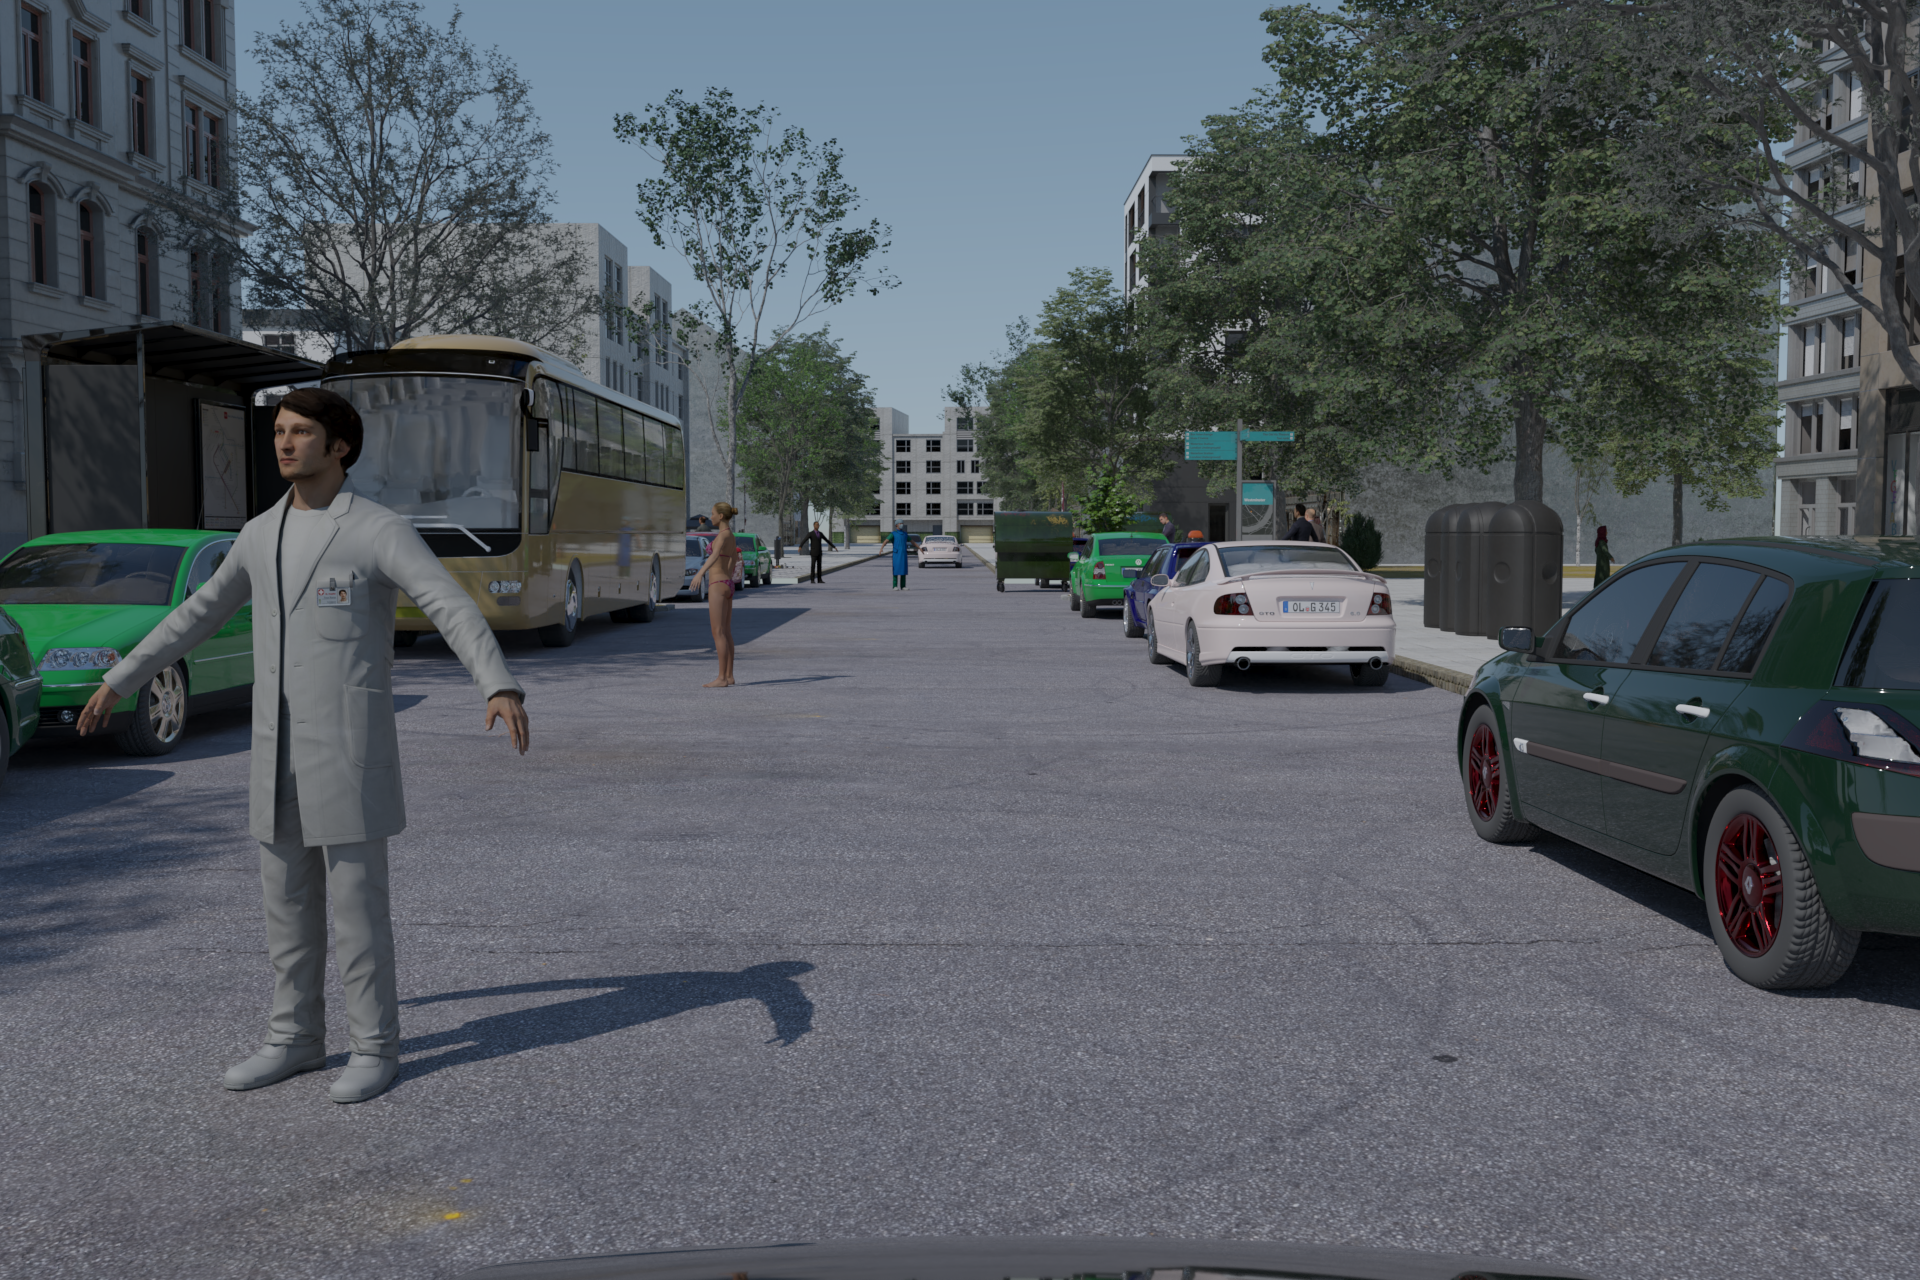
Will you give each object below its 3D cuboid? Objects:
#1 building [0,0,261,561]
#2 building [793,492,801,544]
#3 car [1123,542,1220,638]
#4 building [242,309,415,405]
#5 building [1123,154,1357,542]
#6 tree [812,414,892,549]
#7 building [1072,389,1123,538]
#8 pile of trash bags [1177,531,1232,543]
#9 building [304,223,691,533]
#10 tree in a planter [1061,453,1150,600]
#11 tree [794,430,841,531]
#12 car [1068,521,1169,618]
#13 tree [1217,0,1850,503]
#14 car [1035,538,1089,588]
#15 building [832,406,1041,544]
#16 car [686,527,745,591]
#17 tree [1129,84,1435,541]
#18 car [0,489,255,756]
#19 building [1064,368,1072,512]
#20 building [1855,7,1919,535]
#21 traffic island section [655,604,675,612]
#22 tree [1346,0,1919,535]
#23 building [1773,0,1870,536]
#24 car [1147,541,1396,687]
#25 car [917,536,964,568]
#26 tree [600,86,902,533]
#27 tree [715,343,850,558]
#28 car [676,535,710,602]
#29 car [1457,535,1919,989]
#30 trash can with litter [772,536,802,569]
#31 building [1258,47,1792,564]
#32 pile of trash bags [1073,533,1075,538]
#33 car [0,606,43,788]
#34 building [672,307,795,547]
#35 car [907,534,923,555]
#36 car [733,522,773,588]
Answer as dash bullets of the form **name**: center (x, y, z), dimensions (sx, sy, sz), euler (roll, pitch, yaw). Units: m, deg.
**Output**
- **building**: center (-28.308, -15.579, 42.106), dimensions (14.401, 28.519, 23.554), euler (0, 4, 0)
- **building**: center (-25.336, -21.872, 214.030), dimensions (16.016, 20.090, 11.380), euler (0, 4, -1)
- **car**: center (3.172, -0.625, 22.794), dimensions (1.945, 1.354, 3.894), euler (0, 4, -2)
- **building**: center (-27.663, -8.356, 78.773), dimensions (9.099, 9.664, 28.070), euler (0, 4, 0)
- **building**: center (24.043, -16.268, 109.959), dimensions (27.936, 21.610, 32.646), euler (0, 4, -1)
- **tree**: center (-9.517, -13.860, 144.740), dimensions (7.486, 12.596, 7.792), euler (0, 3, 0)
- **building**: center (21.773, -21.736, 186.314), dimensions (19.493, 23.208, 18.063), euler (0, 4, 0)
- **pile of trash bags**: center (6.248, -2.142, 44.782), dimensions (1.912, 1.369, 3.447), euler (0, 4, 0)
- **building**: center (-28.799, -15.174, 114.556), dimensions (16.747, 18.905, 31.486), euler (0, 4, 0)
- **tree in a planter**: center (3.226, -2.490, 37.930), dimensions (1.991, 3.239, 1.994), euler (0, 4, -1)
- **tree**: center (-9.361, -10.035, 114.433), dimensions (4.360, 8.622, 3.978), euler (0, 3, 0)
- **car**: center (2.943, -1.354, 30.927), dimensions (1.959, 1.807, 4.718), euler (0, 4, 0)
- **tree**: center (9.463, -7.477, 28.897), dimensions (9.857, 13.997, 8.962), euler (0, 3, 0)
- **car**: center (2.944, -2.103, 46.972), dimensions (1.945, 1.354, 3.894), euler (0, 4, 0)
- **building**: center (-1.193, -23.114, 246.823), dimensions (31.486, 18.905, 16.747), euler (0, 4, 6)
- **car**: center (-6.363, -2.042, 42.422), dimensions (2.155, 1.783, 4.494), euler (0, 4, 0)
- **tree**: center (9.248, -8.749, 49.705), dimensions (9.857, 13.997, 8.962), euler (0, 3, 0)
- **car**: center (-6.011, -0.230, 12.563), dimensions (1.959, 1.807, 4.718), euler (0, 4, 0)
- **building**: center (24.105, -22.877, 218.016), dimensions (27.936, 21.610, 32.646), euler (0, 4, -1)
- **building**: center (27.423, -13.067, 16.846), dimensions (19.350, 26.588, 34.151), euler (0, 4, 0)
- **traffic island section**: center (-6.442, -0.598, 32.650), dimensions (1.991, 0.108, 1.994), euler (0, 4, -1)
- **tree**: center (8.762, -6.431, 15.511), dimensions (12.009, 13.543, 11.850), euler (0, 3, 0)
- **building**: center (27.984, -11.952, 42.096), dimensions (8.464, 21.280, 15.925), euler (0, 4, 0)
- **car**: center (3.054, -0.324, 17.652), dimensions (2.083, 1.381, 4.827), euler (0, 4, -1)
- **car**: center (-0.845, -3.761, 73.847), dimensions (2.083, 1.381, 4.827), euler (0, 4, -1)
- **tree**: center (-8.798, -13.214, 71.938), dimensions (12.611, 20.169, 13.585), euler (0, 3, 0)
- **tree**: center (-9.525, -10.243, 93.228), dimensions (9.928, 11.665, 9.643), euler (0, 3, 0)
- **car**: center (-6.259, -1.582, 37.874), dimensions (2.014, 1.417, 4.499), euler (0, 3, 0)
- **car**: center (3.304, 0.179, 6.858), dimensions (2.009, 1.686, 4.222), euler (0, 4, -1)
- **trash can with litter**: center (-6.675, -3.289, 64.836), dimensions (1.678, 1.210, 2.233), euler (0, 4, 1)
- **building**: center (25.383, -15.367, 82.181), dimensions (19.493, 23.208, 18.063), euler (0, 4, -1)
- **pile of trash bags**: center (3.429, -2.653, 53.125), dimensions (1.912, 1.369, 3.447), euler (0, 4, -2)
- **car**: center (-5.986, 0.257, 7.590), dimensions (2.131, 1.459, 4.920), euler (0, 3, 0)
- **building**: center (-27.035, -21.198, 177.520), dimensions (19.493, 23.208, 18.063), euler (0, 4, -1)
- **car**: center (-3.091, -5.899, 106.236), dimensions (2.009, 1.686, 4.222), euler (0, 4, -1)
- **car**: center (-6.234, -2.379, 47.698), dimensions (1.959, 1.807, 4.718), euler (0, 3, 0)
